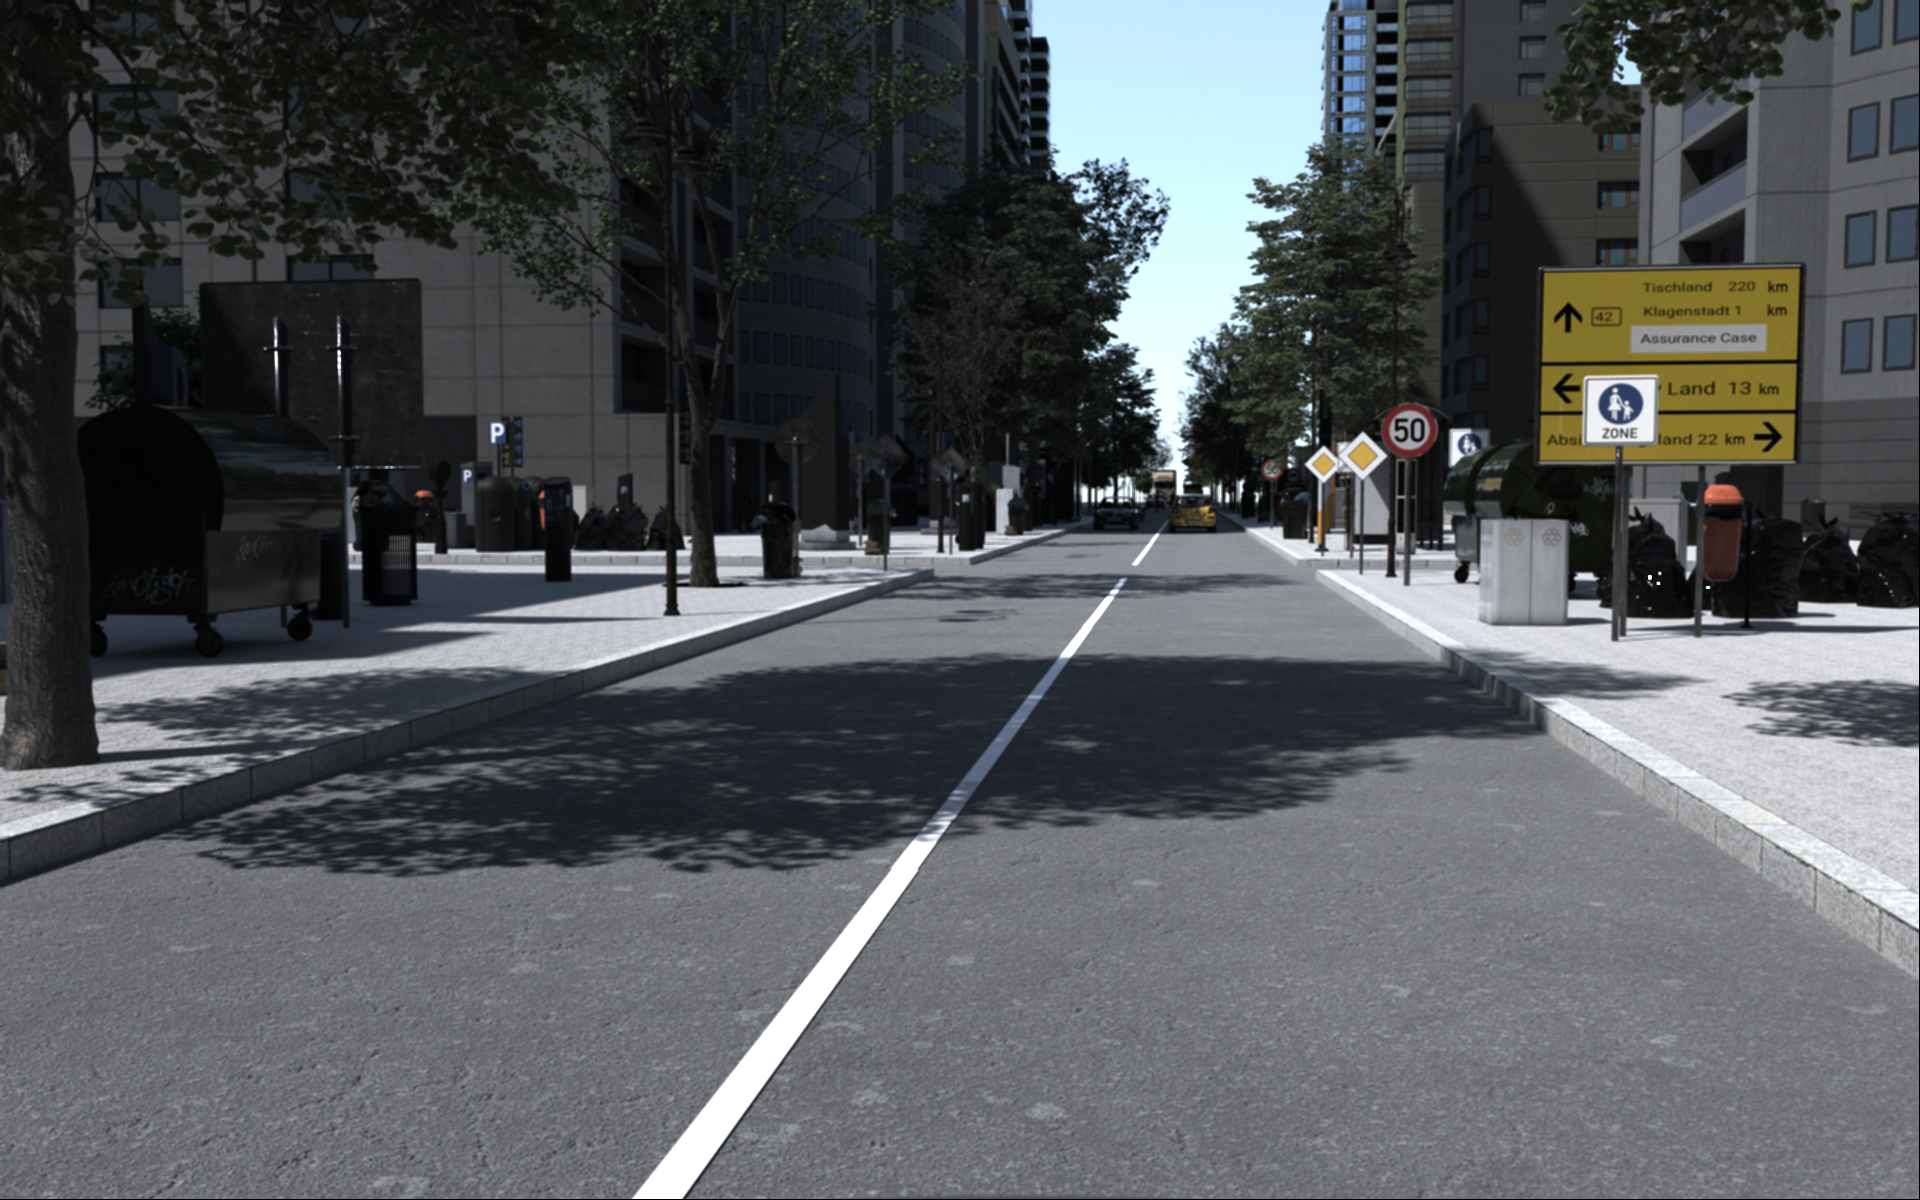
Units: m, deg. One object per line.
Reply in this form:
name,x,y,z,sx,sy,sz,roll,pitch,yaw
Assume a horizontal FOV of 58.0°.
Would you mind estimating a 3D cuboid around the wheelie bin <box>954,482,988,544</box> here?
wheelie bin,0.279,-2.235,44.446,0.980,1.594,0.693,3,4,38

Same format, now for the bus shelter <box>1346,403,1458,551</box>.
bus shelter,10.402,-2.900,41.340,2.014,3.302,5.546,0,4,7

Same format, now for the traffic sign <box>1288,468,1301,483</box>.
traffic sign,16.063,-5.108,83.616,0.768,2.556,0.104,1,4,13

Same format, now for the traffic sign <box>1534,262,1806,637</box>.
traffic sign,6.288,-1.320,15.448,2.265,3.308,0.079,0,4,8

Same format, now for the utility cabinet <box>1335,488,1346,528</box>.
utility cabinet,14.090,-3.406,64.365,1.173,1.500,0.318,-1,4,-12

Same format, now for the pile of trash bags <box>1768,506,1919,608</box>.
pile of trash bags,11.743,-0.651,20.395,3.447,1.369,1.912,0,4,-5

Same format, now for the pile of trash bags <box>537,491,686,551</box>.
pile of trash bags,-8.013,-1.799,39.159,1.912,1.369,3.447,3,5,42

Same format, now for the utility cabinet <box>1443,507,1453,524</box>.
utility cabinet,20.517,-3.911,72.616,0.318,1.500,1.173,-2,4,-31

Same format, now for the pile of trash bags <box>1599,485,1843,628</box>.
pile of trash bags,7.757,-0.506,18.026,1.912,1.369,3.447,1,4,17

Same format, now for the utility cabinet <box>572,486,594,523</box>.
utility cabinet,-10.304,-2.311,46.456,1.173,1.500,0.318,3,4,36

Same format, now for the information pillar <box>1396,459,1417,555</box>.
information pillar,9.449,-1.968,36.664,0.304,2.012,0.304,-2,4,-27

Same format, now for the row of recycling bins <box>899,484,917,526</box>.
row of recycling bins,-2.496,-3.816,69.507,1.069,1.692,3.534,1,4,16

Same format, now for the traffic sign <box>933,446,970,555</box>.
traffic sign,-0.189,-2.010,36.498,0.795,2.450,0.064,0,4,7

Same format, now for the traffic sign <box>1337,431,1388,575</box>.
traffic sign,6.394,-1.463,27.560,0.795,2.450,0.064,0,4,7

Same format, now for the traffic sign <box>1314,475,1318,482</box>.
traffic sign,15.854,-4.667,76.411,0.768,2.556,0.104,1,4,15

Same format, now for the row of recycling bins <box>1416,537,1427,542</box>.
row of recycling bins,12.501,-2.518,48.279,1.069,1.692,3.534,1,4,19

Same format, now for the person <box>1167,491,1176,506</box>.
person,19.940,-9.363,162.303,1.217,1.735,0.721,0,4,-8

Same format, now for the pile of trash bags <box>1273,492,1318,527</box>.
pile of trash bags,13.732,-3.586,68.375,1.912,1.369,3.447,-3,5,-41

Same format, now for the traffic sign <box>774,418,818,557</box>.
traffic sign,-2.755,-1.773,29.090,0.768,2.556,0.104,1,4,11

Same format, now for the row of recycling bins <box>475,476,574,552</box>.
row of recycling bins,-10.038,-2.003,39.858,1.069,1.692,3.534,1,4,16

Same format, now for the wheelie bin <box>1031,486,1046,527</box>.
wheelie bin,2.898,-3.691,68.254,0.980,1.594,0.693,1,4,16

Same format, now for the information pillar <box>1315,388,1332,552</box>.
information pillar,8.135,-2.893,38.655,0.183,3.616,0.504,3,4,37

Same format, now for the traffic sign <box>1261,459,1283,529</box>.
traffic sign,11.405,-3.867,63.327,0.768,2.556,0.104,1,4,14

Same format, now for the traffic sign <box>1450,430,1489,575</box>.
traffic sign,8.009,-1.538,27.273,0.606,2.300,0.079,1,4,17

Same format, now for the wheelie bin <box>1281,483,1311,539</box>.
wheelie bin,9.591,-2.540,49.443,0.980,1.594,0.693,2,4,28

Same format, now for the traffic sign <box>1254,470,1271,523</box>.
traffic sign,13.427,-4.680,76.528,0.884,2.594,0.081,1,4,15

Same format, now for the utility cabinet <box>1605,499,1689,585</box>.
utility cabinet,9.466,-0.778,23.886,1.020,1.237,0.306,3,5,43

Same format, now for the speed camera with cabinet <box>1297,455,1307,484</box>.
speed camera with cabinet,16.407,-5.674,87.110,2.038,3.252,0.660,1,4,14

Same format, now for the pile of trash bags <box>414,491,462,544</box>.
pile of trash bags,-13.677,-2.220,46.048,1.912,1.369,3.447,-3,5,-41

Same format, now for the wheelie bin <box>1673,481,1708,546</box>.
wheelie bin,18.224,-2.153,43.114,0.980,1.594,0.693,0,4,1

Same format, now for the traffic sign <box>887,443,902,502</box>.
traffic sign,-1.720,-2.530,41.469,0.768,2.556,0.104,1,4,16

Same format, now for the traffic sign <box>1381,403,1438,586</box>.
traffic sign,6.268,-1.474,24.213,0.768,2.556,0.104,1,4,14

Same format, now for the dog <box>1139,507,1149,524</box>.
dog,8.723,-4.107,83.994,0.513,0.831,0.800,-2,4,-24

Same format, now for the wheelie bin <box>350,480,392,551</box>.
wheelie bin,-13.192,-1.898,38.933,0.693,1.594,0.980,1,4,21

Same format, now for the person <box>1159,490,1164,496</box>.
person,20.406,-10.204,175.198,0.709,1.838,0.599,2,4,28

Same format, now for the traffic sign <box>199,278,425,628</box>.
traffic sign,-6.201,-1.387,16.554,2.265,3.308,0.079,1,4,9

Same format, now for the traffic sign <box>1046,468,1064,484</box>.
traffic sign,4.054,-4.452,73.979,0.795,2.450,0.064,1,4,17

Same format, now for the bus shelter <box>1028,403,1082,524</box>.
bus shelter,4.396,-6.171,78.536,2.179,5.291,8.768,0,4,7

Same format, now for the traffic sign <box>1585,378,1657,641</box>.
traffic sign,5.710,-0.789,15.032,0.606,2.300,0.079,1,4,17

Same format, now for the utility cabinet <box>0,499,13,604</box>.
utility cabinet,-11.712,-0.559,20.297,1.020,1.237,0.306,-1,4,-11

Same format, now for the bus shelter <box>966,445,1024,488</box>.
bus shelter,1.415,-4.799,72.385,2.014,3.302,5.546,0,4,7

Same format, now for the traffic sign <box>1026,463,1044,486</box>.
traffic sign,3.093,-4.368,71.529,0.768,2.556,0.104,1,4,12

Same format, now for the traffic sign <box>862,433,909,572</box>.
traffic sign,-1.232,-1.525,28.581,0.795,2.450,0.064,0,4,7

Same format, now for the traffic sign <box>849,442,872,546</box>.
traffic sign,-2.437,-2.584,42.351,0.768,2.556,0.104,1,4,13

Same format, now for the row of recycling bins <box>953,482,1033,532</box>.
row of recycling bins,0.868,-3.158,58.751,3.534,1.692,1.069,-2,4,-32

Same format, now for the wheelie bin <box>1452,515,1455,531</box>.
wheelie bin,17.367,-3.176,59.829,0.980,1.594,0.693,1,4,16

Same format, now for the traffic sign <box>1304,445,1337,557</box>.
traffic sign,7.437,-1.947,35.477,0.795,2.450,0.064,0,4,7

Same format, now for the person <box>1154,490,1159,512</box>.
person,15.604,-7.856,137.666,0.721,1.735,1.217,0,4,-7

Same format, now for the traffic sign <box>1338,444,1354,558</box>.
traffic sign,7.806,-1.978,34.462,0.606,2.300,0.079,1,4,11

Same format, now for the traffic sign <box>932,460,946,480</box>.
traffic sign,-0.549,-3.031,51.679,0.606,2.300,0.079,1,4,10

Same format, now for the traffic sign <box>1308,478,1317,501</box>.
traffic sign,17.221,-5.113,83.605,0.884,2.594,0.081,1,4,12

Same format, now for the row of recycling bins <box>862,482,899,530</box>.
row of recycling bins,-3.462,-3.122,58.164,1.069,1.692,3.534,2,4,27

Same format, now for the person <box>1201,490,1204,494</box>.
person,22.905,-9.485,163.576,0.705,1.824,1.348,-1,4,-10

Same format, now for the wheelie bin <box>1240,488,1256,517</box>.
wheelie bin,16.091,-5.434,96.749,0.693,1.594,0.980,-3,5,-42
